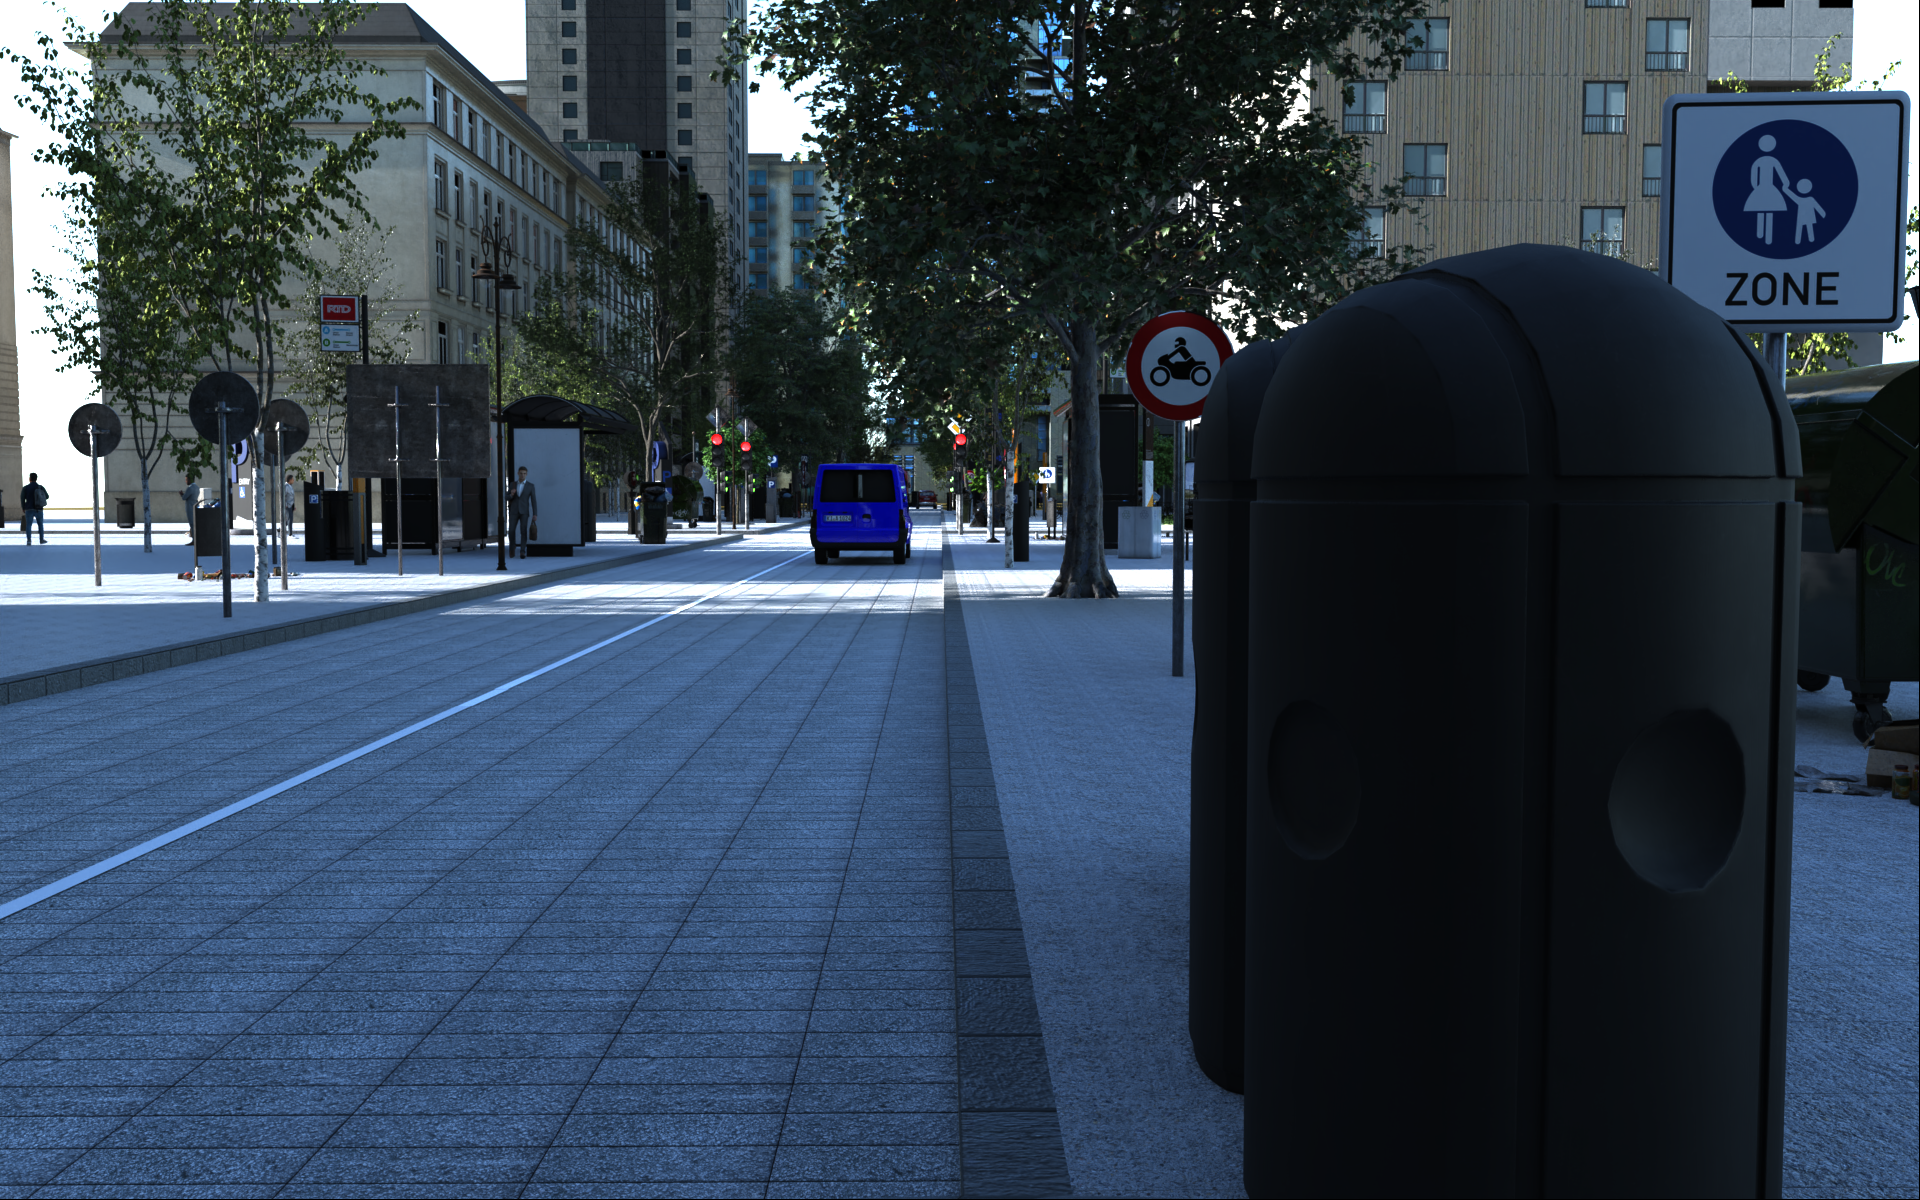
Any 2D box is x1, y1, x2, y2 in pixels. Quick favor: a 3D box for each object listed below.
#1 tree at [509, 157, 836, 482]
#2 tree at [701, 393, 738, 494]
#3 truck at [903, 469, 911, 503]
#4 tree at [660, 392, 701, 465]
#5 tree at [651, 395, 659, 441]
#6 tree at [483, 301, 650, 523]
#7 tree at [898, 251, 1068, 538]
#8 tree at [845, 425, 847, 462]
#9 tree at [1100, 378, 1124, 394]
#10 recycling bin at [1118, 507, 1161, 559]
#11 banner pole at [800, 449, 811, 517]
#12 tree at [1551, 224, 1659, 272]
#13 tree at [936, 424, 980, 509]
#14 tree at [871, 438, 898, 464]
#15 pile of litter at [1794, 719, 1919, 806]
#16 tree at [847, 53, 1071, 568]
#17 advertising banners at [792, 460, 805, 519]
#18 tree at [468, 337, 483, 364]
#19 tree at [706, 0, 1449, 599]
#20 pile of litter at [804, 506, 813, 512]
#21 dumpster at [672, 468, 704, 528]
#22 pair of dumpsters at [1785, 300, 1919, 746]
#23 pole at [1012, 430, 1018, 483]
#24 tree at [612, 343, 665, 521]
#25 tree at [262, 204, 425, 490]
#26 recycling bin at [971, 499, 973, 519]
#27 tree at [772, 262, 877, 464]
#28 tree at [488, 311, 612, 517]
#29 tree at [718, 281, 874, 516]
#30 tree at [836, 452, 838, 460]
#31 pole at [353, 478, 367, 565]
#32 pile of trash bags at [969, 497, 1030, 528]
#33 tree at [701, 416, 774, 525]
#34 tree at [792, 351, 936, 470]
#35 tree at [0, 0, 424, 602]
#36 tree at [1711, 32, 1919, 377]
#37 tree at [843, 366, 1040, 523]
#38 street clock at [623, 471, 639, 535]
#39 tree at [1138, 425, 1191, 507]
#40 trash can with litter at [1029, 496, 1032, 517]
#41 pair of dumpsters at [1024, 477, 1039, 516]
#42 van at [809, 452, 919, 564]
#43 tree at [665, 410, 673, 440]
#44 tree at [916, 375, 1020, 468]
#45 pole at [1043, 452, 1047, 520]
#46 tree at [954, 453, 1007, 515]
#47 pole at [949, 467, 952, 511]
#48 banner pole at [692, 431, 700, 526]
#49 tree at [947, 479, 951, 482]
[{"bbox_3d":[-9.041,-7.011,49.045,8.767,10.594,7.601,1,4,15],"label":"tree"},{"bbox_3d":[-17.912,-10.363,119.794,4.737,8.622,4.395,0,3,0],"label":"tree"},{"bbox_3d":[-6.968,-12.701,196.582,2.839,4.237,11.283,0,3,0],"label":"truck"},{"bbox_3d":[-19.313,-9.509,105.842,4.737,8.622,4.395,0,3,0],"label":"tree"},{"bbox_3d":[-20.177,-9.182,100.484,4.737,8.622,4.395,0,3,0],"label":"tree"},{"bbox_3d":[-14.472,-6.961,64.182,4.737,8.622,4.395,0,3,0],"label":"tree"},{"bbox_3d":[0.987,-6.134,50.649,4.737,8.622,4.395,0,3,0],"label":"tree"},{"bbox_3d":[-9.018,-12.613,156.582,4.360,8.622,3.978,0,3,0],"label":"tree"},{"bbox_3d":[8.231,-9.284,102.163,4.737,8.622,4.395,0,3,0],"label":"tree"},{"bbox_3d":[3.600,-1.353,34.678,0.722,1.027,0.722,1,4,21],"label":"recycling bin"},{"bbox_3d":[-8.418,-6.439,95.298,0.863,3.779,0.401,-3,4,-38],"label":"banner pole"},{"bbox_3d":[16.909,-5.926,47.260,4.360,8.622,3.978,0,3,0],"label":"tree"},{"bbox_3d":[-0.259,-13.690,149.588,9.928,11.665,9.643,0,3,0],"label":"tree"},{"bbox_3d":[-9.653,-16.095,213.511,4.737,8.622,4.395,0,3,0],"label":"tree"},{"bbox_3d":[4.444,0.401,7.411,1.719,0.858,1.176,2,4,35],"label":"pile of litter"},{"bbox_3d":[1.022,-4.876,30.088,4.360,8.622,3.978,0,3,0],"label":"tree"},{"bbox_3d":[-8.467,-5.802,91.055,0.090,3.025,2.074,-2,4,-23],"label":"advertising banners"},{"bbox_3d":[-19.756,-7.714,76.487,4.737,8.622,4.395,0,3,0],"label":"tree"},{"bbox_3d":[1.562,-6.391,21.494,9.611,12.733,9.660,0,3,0],"label":"tree"},{"bbox_3d":[-10.479,-6.838,125.767,1.719,0.858,1.176,2,4,31],"label":"pile of litter"},{"bbox_3d":[-10.566,-3.851,65.464,1.502,2.255,1.985,0,4,-1],"label":"dumpster"},{"bbox_3d":[5.046,-0.507,10.780,1.574,2.255,4.437,0,4,-1],"label":"pair of dumpsters"},{"bbox_3d":[1.707,-3.664,53.746,0.158,3.312,0.155,0,3,0],"label":"pole"},{"bbox_3d":[-16.365,-8.020,81.490,4.360,8.622,3.978,0,3,0],"label":"tree"},{"bbox_3d":[-15.933,-5.753,44.426,4.360,8.622,3.978,0,3,0],"label":"tree"},{"bbox_3d":[0.307,-4.756,90.315,0.722,1.027,0.722,0,4,1],"label":"recycling bin"},{"bbox_3d":[-10.644,-17.156,136.388,12.611,20.169,13.585,0,3,0],"label":"tree"},{"bbox_3d":[-17.344,-7.358,70.665,4.360,8.622,3.978,0,3,0],"label":"tree"},{"bbox_3d":[-9.792,-12.007,102.970,9.857,13.997,8.962,0,3,0],"label":"tree"},{"bbox_3d":[-9.763,-14.821,176.727,8.767,10.594,7.601,-1,4,-19],"label":"tree"},{"bbox_3d":[-10.819,-2.282,31.160,0.158,3.312,0.155,0,3,0],"label":"pole"},{"bbox_3d":[1.765,-3.470,66.483,1.912,1.369,3.447,-2,4,-24],"label":"pile of trash bags"},{"bbox_3d":[-9.443,-5.484,73.369,4.285,4.588,4.351,0,3,0],"label":"tree"},{"bbox_3d":[-8.645,-12.036,122.547,9.928,11.665,9.643,0,3,0],"label":"tree"},{"bbox_3d":[-8.560,-4.279,20.331,4.737,8.622,4.395,0,3,0],"label":"tree"},{"bbox_3d":[13.878,-4.799,28.832,4.737,8.622,4.395,0,3,0],"label":"tree"},{"bbox_3d":[0.020,-8.758,77.602,7.601,10.594,8.767,-2,4,-25],"label":"tree"},{"bbox_3d":[-10.398,-3.074,54.834,0.358,2.002,0.471,3,5,41],"label":"street clock"},{"bbox_3d":[9.349,-6.023,82.186,4.285,4.588,4.351,0,3,0],"label":"tree"},{"bbox_3d":[3.448,-5.113,94.988,0.624,1.170,1.055,-3,5,-42],"label":"trash can with litter"},{"bbox_3d":[3.808,-6.113,102.444,1.574,2.255,4.437,0,4,-1],"label":"pair of dumpsters"},{"bbox_3d":[-2.038,-1.999,37.065,2.240,2.365,5.245,0,3,0],"label":"van"},{"bbox_3d":[-16.870,-8.560,90.323,4.360,8.622,3.978,0,3,0],"label":"tree"},{"bbox_3d":[0.680,-12.071,115.489,7.486,12.596,7.792,0,3,0],"label":"tree"},{"bbox_3d":[4.158,-5.570,84.906,0.158,3.312,0.155,0,3,0],"label":"pole"},{"bbox_3d":[0.939,-4.594,69.714,1.663,3.219,1.824,0,3,0],"label":"tree"},{"bbox_3d":[-0.721,-8.410,131.343,0.158,3.312,0.155,0,3,0],"label":"pole"},{"bbox_3d":[-10.594,-4.863,69.521,0.401,3.779,0.863,1,4,10],"label":"banner pole"},{"bbox_3d":[0.261,-6.793,105.661,1.663,3.219,1.824,0,3,0],"label":"tree"}]
